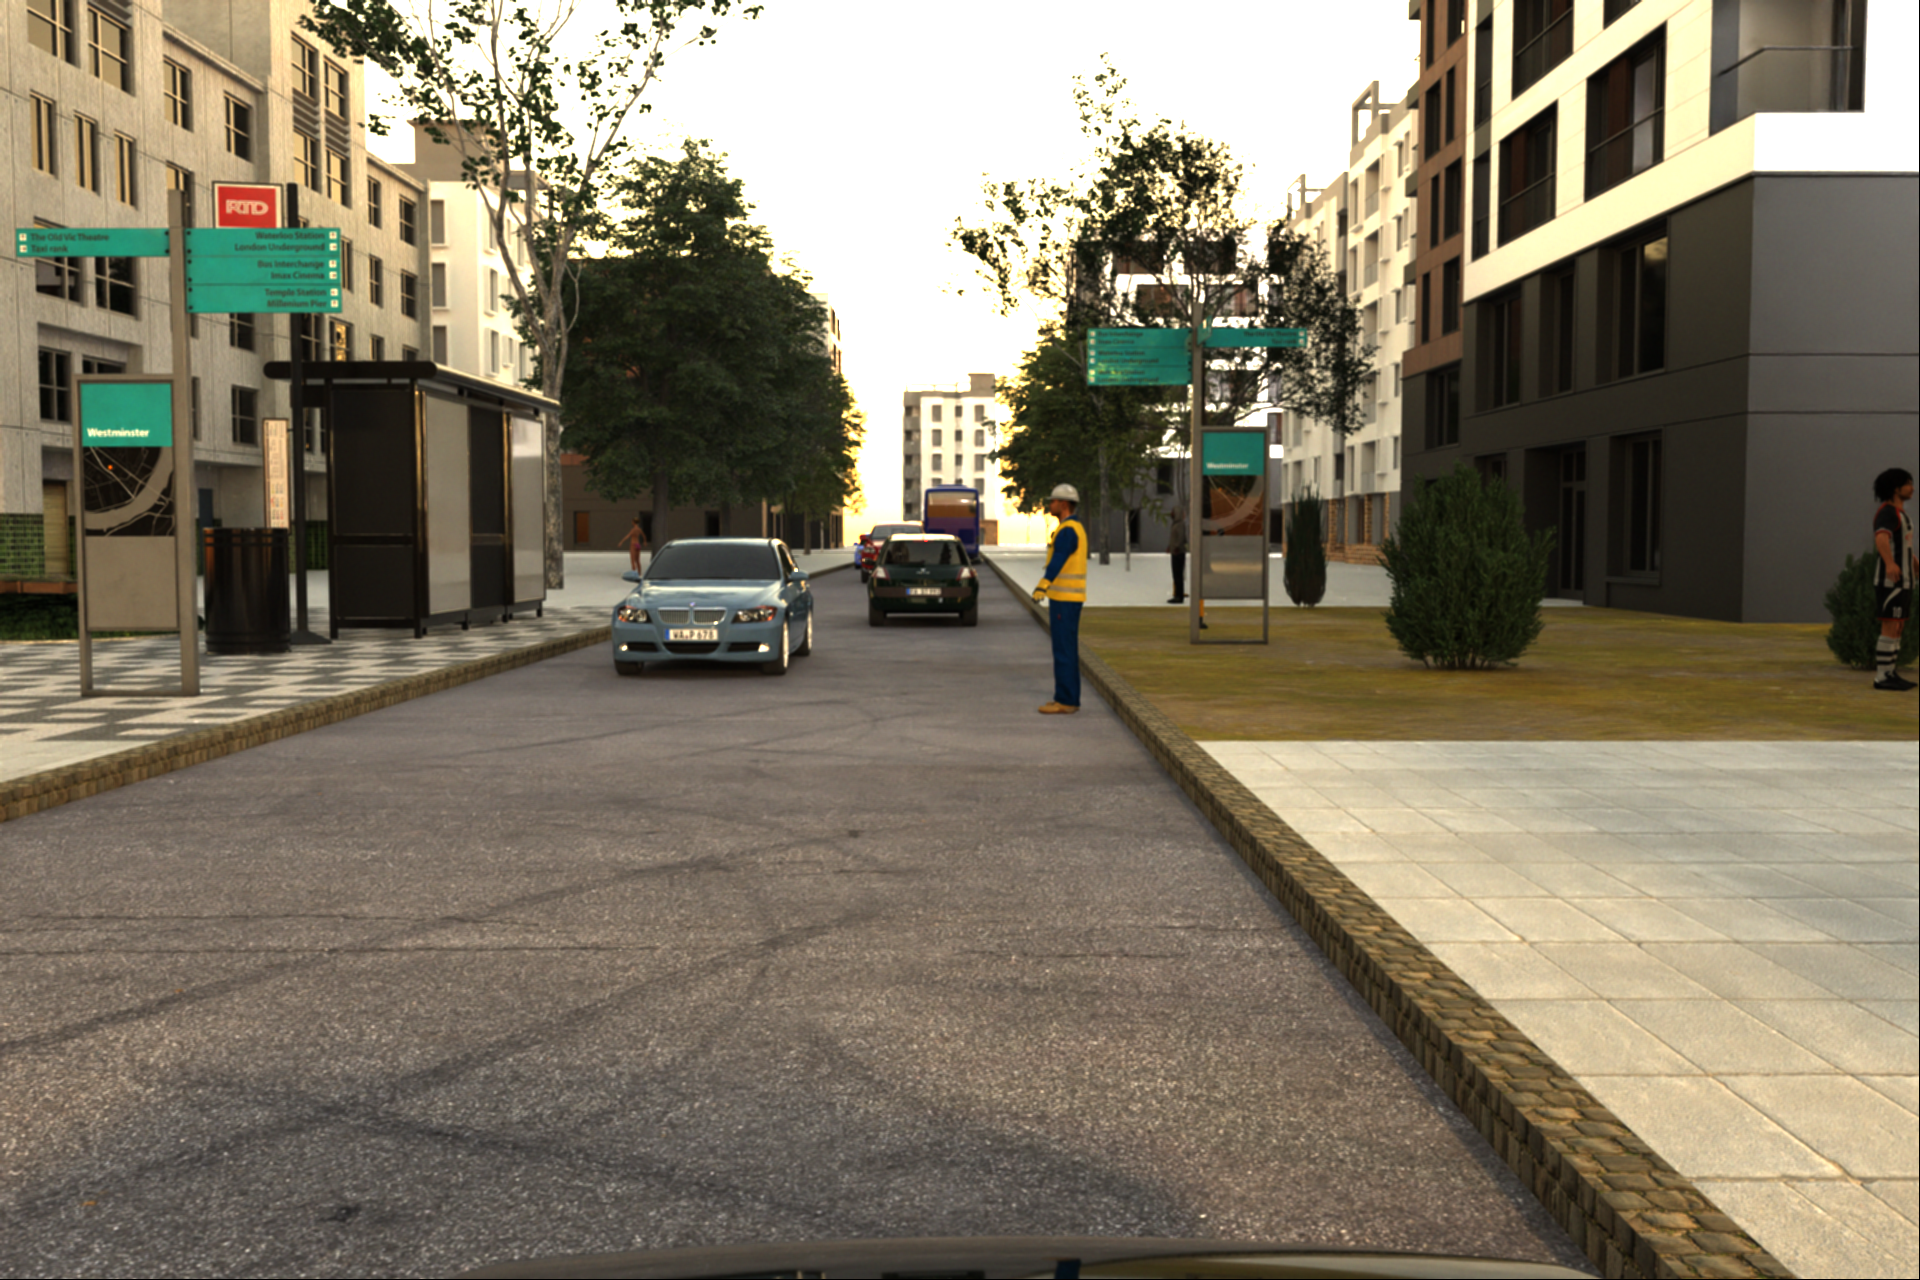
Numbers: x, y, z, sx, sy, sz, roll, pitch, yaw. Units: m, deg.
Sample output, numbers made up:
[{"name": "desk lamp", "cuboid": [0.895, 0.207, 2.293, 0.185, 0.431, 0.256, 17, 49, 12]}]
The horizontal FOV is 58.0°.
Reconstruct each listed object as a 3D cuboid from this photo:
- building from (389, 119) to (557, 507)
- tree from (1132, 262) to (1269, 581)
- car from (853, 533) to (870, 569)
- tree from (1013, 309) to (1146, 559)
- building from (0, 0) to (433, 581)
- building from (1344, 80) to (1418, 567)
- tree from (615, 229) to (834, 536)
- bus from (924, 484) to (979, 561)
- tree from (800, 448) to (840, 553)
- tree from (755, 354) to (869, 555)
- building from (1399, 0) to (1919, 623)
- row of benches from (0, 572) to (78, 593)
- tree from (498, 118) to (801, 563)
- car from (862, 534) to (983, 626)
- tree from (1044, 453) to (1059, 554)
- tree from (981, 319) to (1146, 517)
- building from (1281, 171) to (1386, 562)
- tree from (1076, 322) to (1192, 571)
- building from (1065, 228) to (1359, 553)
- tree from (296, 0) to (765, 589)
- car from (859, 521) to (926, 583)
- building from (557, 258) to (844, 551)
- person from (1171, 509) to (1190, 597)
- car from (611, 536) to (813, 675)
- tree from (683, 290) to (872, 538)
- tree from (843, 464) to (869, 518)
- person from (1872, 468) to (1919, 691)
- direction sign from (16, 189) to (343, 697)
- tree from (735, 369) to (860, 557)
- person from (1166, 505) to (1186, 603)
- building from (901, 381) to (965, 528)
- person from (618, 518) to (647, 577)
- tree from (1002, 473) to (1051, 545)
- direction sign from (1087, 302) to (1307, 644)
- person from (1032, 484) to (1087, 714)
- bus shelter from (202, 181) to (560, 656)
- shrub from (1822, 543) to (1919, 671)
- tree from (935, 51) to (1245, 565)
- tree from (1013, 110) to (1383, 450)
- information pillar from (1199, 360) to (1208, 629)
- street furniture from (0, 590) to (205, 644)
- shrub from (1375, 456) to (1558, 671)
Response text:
[{"name": "building", "cuboid": [-26.616, -13.699, 80.406, 16.016, 20.090, 11.380, 0, 4, 0]}, {"name": "tree", "cuboid": [5.923, -5.940, 47.480, 4.360, 8.622, 3.978, 0, 3, 0]}, {"name": "car", "cuboid": [-3.452, -3.814, 71.951, 1.945, 1.707, 3.694, 0, 4, 0]}, {"name": "tree", "cuboid": [6.157, -10.374, 87.740, 7.486, 12.596, 7.792, 0, 3, 0]}, {"name": "building", "cuboid": [-29.847, -11.500, 54.477, 16.747, 18.905, 31.486, 0, 4, 0]}, {"name": "building", "cuboid": [21.817, -13.286, 73.653, 16.016, 20.090, 11.380, 0, 4, 0]}, {"name": "tree", "cuboid": [-9.922, -10.120, 72.111, 9.857, 13.997, 8.962, 0, 3, 0]}, {"name": "bus", "cuboid": [-0.412, -5.721, 85.091, 2.896, 3.916, 12.251, 0, 4, 0]}, {"name": "tree", "cuboid": [-9.061, -10.143, 116.196, 4.360, 8.622, 3.978, 0, 3, 0]}, {"name": "tree", "cuboid": [-9.337, -11.563, 107.182, 7.486, 12.596, 7.792, 0, 3, 0]}, {"name": "building", "cuboid": [25.098, -12.020, 40.501, 27.936, 21.610, 32.646, 0, 4, 0]}, {"name": "row of benches", "cuboid": [-15.518, -0.757, 27.843, 4.104, 0.672, 1.422, 2, 4, 26]}, {"name": "tree", "cuboid": [-9.612, -9.076, 55.054, 9.857, 13.997, 8.962, 0, 3, 0]}, {"name": "car", "cuboid": [-0.606, -1.133, 28.310, 2.009, 1.686, 4.222, 0, 4, -1]}, {"name": "tree", "cuboid": [5.545, -9.899, 112.207, 4.360, 8.622, 3.978, 0, 3, 0]}, {"name": "tree", "cuboid": [6.024, -11.816, 99.849, 9.857, 13.997, 8.962, 0, 3, 0]}, {"name": "building", "cuboid": [22.492, -14.415, 92.110, 16.016, 20.090, 11.380, 0, 4, 0]}, {"name": "tree", "cuboid": [5.838, -6.666, 59.345, 4.737, 8.622, 4.395, 0, 3, 0]}, {"name": "building", "cuboid": [21.799, -17.618, 132.024, 27.936, 21.610, 32.646, 0, 4, 0]}, {"name": "tree", "cuboid": [-10.867, -11.219, 39.328, 12.611, 20.169, 13.585, 0, 3, 0]}, {"name": "car", "cuboid": [-1.879, -2.679, 52.479, 2.281, 1.827, 5.304, 0, 4, 0]}, {"name": "building", "cuboid": [-24.950, -18.392, 144.692, 27.936, 21.610, 32.646, 0, 4, 1]}, {"name": "person", "cuboid": [4.492, -1.782, 35.276, 0.704, 1.812, 1.346, 0, 4, -2]}, {"name": "car", "cuboid": [-2.626, -0.436, 19.130, 2.014, 1.417, 4.499, 0, 3, 0]}, {"name": "tree", "cuboid": [-9.521, -10.755, 86.217, 12.009, 13.543, 11.850, 0, 3, 0]}, {"name": "tree", "cuboid": [-14.396, -16.727, 207.890, 7.601, 10.594, 8.767, 0, 4, -1]}, {"name": "person", "cuboid": [7.747, -0.500, 14.315, 0.704, 1.843, 1.345, 3, 4, 37]}, {"name": "direction sign", "cuboid": [-6.069, -1.551, 14.117, 2.525, 3.948, 1.411, 0, 4, 1]}, {"name": "tree", "cuboid": [-9.587, -10.488, 97.235, 9.928, 11.665, 9.643, 0, 3, 0]}, {"name": "person", "cuboid": [4.012, -1.591, 32.149, 0.705, 1.813, 1.348, 0, 4, 0]}, {"name": "building", "cuboid": [-6.649, -21.345, 207.869, 11.380, 20.090, 16.016, 1, 4, 10]}, {"name": "person", "cuboid": [-9.138, -2.546, 48.433, 0.721, 1.733, 1.217, 2, 4, 27]}, {"name": "tree", "cuboid": [8.421, -16.675, 207.043, 7.601, 10.594, 8.767, 0, 4, 8]}, {"name": "direction sign", "cuboid": [2.729, -1.883, 19.542, 2.525, 3.948, 1.411, 0, 4, 1]}, {"name": "person", "cuboid": [0.813, -0.337, 13.941, 0.705, 1.833, 1.349, 1, 4, 13]}, {"name": "bus shelter", "cuboid": [-7.357, -2.743, 22.479, 2.179, 5.291, 8.768, 0, 4, 1]}, {"name": "shrub", "cuboid": [8.640, -0.317, 16.302, 1.383, 1.207, 1.383, 0, 3, 0]}, {"name": "tree", "cuboid": [5.158, -13.160, 71.054, 12.611, 20.169, 13.585, 0, 3, 0]}, {"name": "tree", "cuboid": [5.647, -6.333, 37.958, 8.767, 10.594, 7.601, -2, 4, -30]}, {"name": "information pillar", "cuboid": [3.254, -1.971, 23.583, 0.183, 3.616, 0.504, 0, 4, -1]}, {"name": "street furniture", "cuboid": [-13.188, -0.300, 20.538, 5.734, 0.657, 10.072, 1, 4, 21]}, {"name": "shrub", "cuboid": [4.785, -0.736, 16.458, 1.690, 2.028, 1.600, 0, 3, 0]}]
